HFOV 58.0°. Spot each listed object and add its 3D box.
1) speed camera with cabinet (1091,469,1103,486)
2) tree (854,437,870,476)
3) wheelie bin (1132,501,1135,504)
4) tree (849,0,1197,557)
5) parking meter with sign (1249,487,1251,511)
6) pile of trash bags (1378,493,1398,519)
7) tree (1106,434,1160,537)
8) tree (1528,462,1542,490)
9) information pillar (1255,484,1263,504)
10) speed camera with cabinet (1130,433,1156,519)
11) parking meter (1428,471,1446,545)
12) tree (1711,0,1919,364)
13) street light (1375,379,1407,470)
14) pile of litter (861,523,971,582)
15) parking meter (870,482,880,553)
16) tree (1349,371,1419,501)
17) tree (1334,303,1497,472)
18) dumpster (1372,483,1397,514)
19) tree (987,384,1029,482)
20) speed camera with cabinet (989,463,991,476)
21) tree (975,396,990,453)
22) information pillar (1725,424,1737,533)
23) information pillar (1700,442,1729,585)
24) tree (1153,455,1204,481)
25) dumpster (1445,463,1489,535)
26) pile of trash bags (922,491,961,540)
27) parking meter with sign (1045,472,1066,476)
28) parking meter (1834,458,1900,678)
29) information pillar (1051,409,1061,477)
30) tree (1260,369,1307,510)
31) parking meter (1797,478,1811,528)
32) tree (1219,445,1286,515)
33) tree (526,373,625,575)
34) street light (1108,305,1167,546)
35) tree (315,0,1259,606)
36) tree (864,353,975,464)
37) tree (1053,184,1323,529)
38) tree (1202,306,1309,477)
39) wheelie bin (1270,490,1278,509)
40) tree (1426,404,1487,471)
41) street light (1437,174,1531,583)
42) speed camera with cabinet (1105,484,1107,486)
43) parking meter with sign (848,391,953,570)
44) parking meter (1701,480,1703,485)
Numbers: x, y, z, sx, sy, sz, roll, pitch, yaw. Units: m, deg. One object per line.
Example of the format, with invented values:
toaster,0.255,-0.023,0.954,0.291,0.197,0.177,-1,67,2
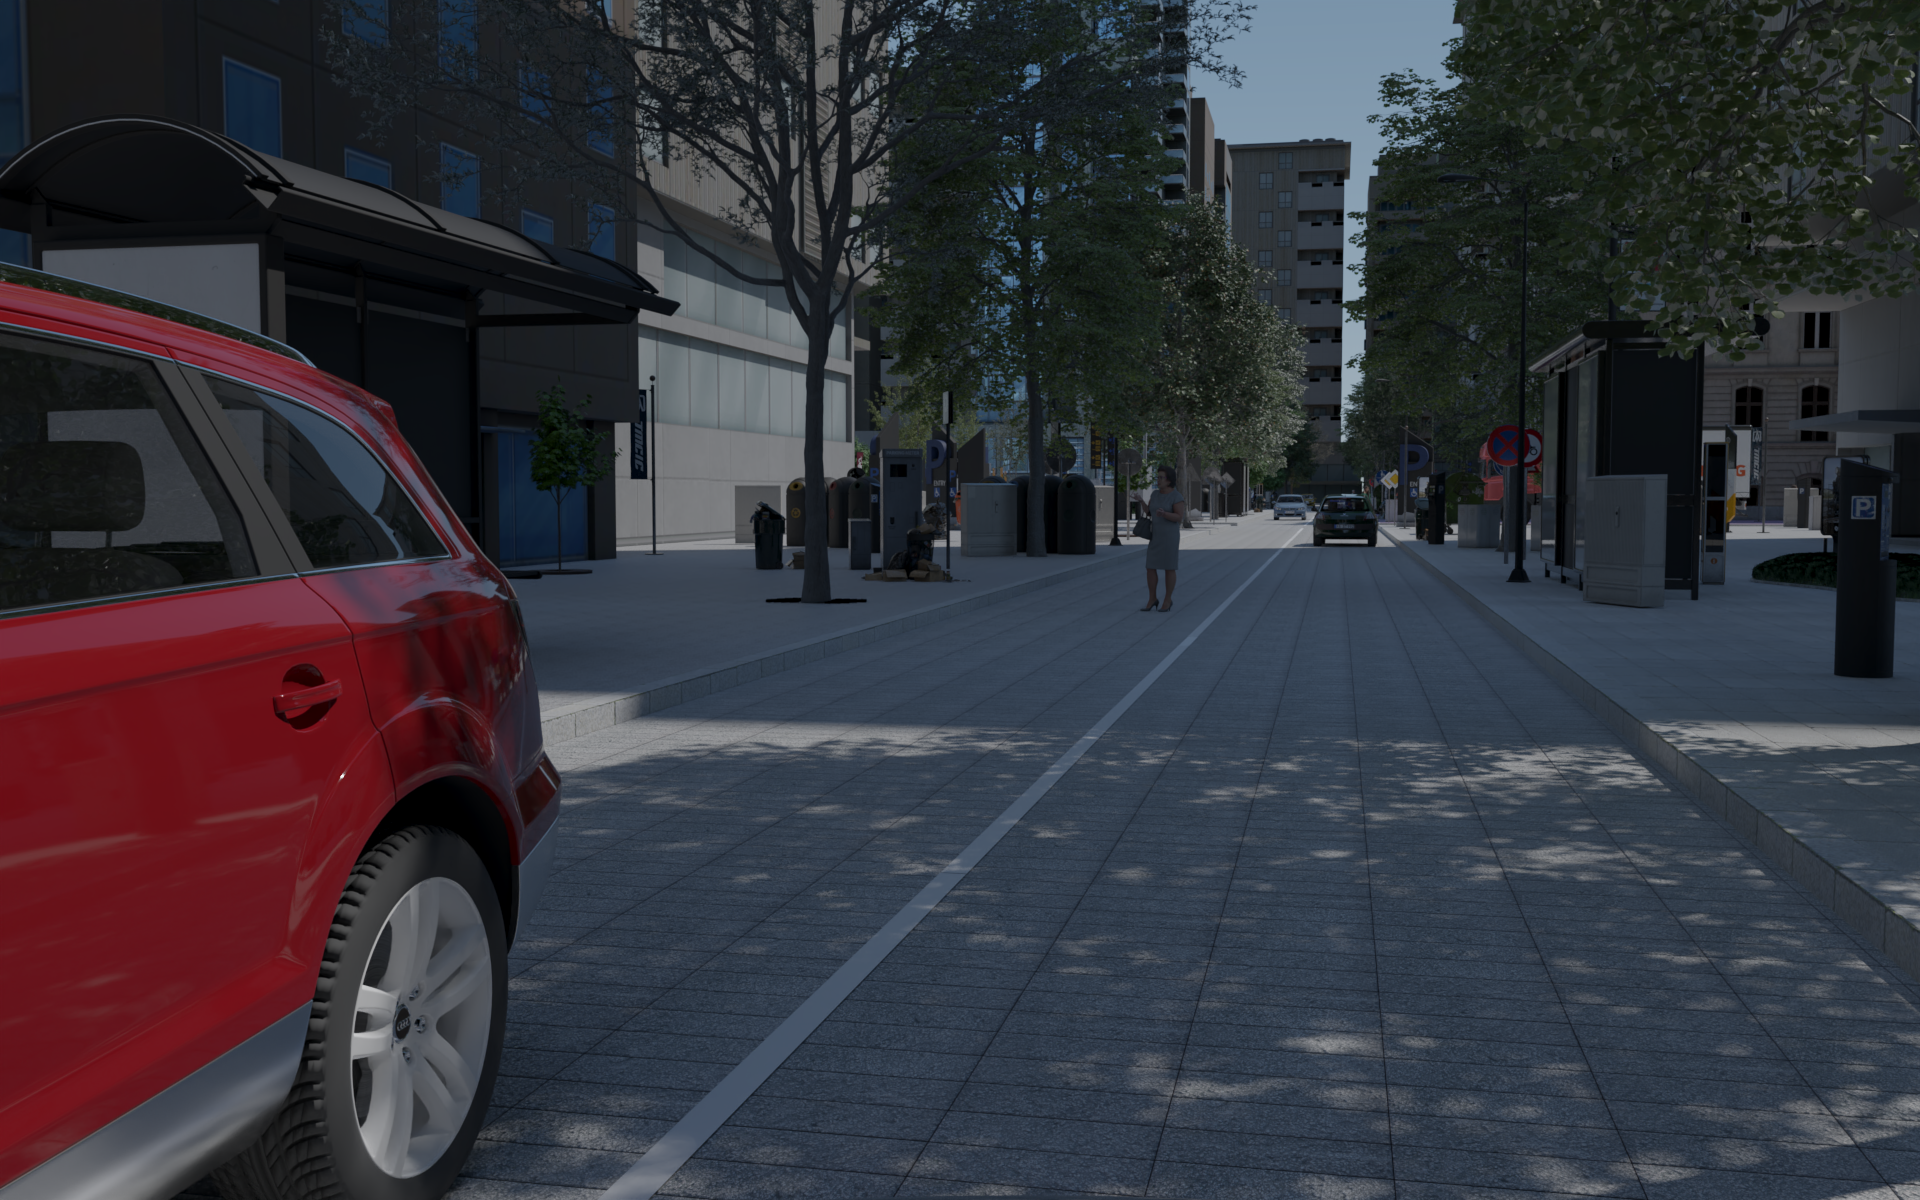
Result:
speed camera with cabinet,8.175,-6.756,104.800,0.660,3.252,2.038,1,4,8
tree,-5.900,-6.953,97.400,4.285,4.588,4.351,0,3,0
wheelie bin,15.432,-8.977,154.684,0.693,1.594,0.980,-2,4,-31
tree,1.245,-7.137,34.824,7.486,12.596,7.792,0,3,0
parking meter with sign,22.197,-8.418,133.893,0.543,3.016,1.738,0,4,-1
pile of trash bags,22.232,-4.777,87.859,1.912,1.369,3.447,1,4,10
tree,5.017,-3.498,51.798,1.663,3.219,1.824,0,3,0
tree,23.091,-4.459,67.503,1.663,3.219,1.824,0,3,0
information pillar,21.786,-7.425,125.891,0.304,2.012,0.304,-2,4,-27
speed camera with cabinet,6.031,-3.735,55.401,0.660,3.252,2.038,2,4,31
parking meter,12.140,-2.350,44.126,0.399,1.863,0.255,-2,4,-32
tree,5.232,-5.497,8.009,7.486,12.596,7.792,0,3,0
street light,17.458,-5.959,69.967,1.470,5.913,1.316,1,4,12
pile of litter,-0.671,-0.714,25.639,1.719,0.858,1.176,3,5,44
parking meter,-1.772,-1.787,37.629,0.372,1.533,0.369,0,3,0
tree,24.401,-9.102,99.179,4.360,8.622,3.978,0,3,0
tree,22.289,-9.086,82.960,7.601,10.594,8.767,0,4,-4
dumpster,26.911,-6.556,109.687,1.502,2.255,1.985,1,4,12
tree,3.598,-10.190,116.962,4.360,8.622,3.978,0,3,0
speed camera with cabinet,1.675,-7.134,110.976,0.660,3.252,2.038,0,4,-5
tree,0.368,-10.484,121.779,4.737,8.622,4.395,0,3,0
information pillar,25.508,-4.039,57.391,0.183,3.616,0.504,-1,4,-18
information pillar,10.693,-1.227,24.557,0.304,2.012,0.304,1,4,18
tree,12.780,-7.269,102.560,4.285,4.588,4.351,0,3,0
dumpster,16.089,-3.240,55.462,1.502,2.255,1.985,1,4,12
pile of trash bags,-0.889,-2.342,48.038,3.447,1.369,1.912,3,5,42
parking meter with sign,8.173,-9.489,151.400,1.738,3.016,0.543,1,4,20
parking meter,6.380,-0.231,12.186,0.372,1.533,0.369,0,3,0
information pillar,2.609,-3.425,47.351,0.183,3.616,0.504,-1,4,-22
tree,24.823,-13.238,142.200,9.928,11.665,9.643,0,3,0
parking meter,31.548,-3.612,64.772,0.255,1.863,0.399,-2,4,-24
tree,17.439,-7.544,107.056,4.285,4.588,4.351,0,3,0
tree,-6.474,-2.027,27.747,1.663,3.219,1.824,0,3,0
street light,4.394,-4.294,42.743,1.470,5.913,1.316,1,4,12
tree,-1.725,-6.719,20.221,12.009,13.543,11.850,0,3,0
tree,-2.429,-8.402,87.729,4.737,8.622,4.395,0,3,0
tree,8.260,-9.027,64.597,9.611,12.733,9.660,0,3,0
tree,18.945,-12.919,117.885,9.857,13.997,8.962,0,3,0
wheelie bin,26.887,-8.592,148.395,0.693,1.594,0.980,0,4,3
tree,33.076,-10.115,115.738,4.737,8.622,4.395,0,3,0
street light,7.610,-3.219,25.171,1.470,5.913,1.316,1,4,12
speed camera with cabinet,11.947,-9.068,142.602,0.660,3.252,2.038,-1,4,-13
parking meter with sign,-1.016,-2.029,29.432,1.738,3.016,0.543,-1,4,-10
parking meter,29.233,-3.834,68.394,0.399,1.863,0.255,2,4,31
